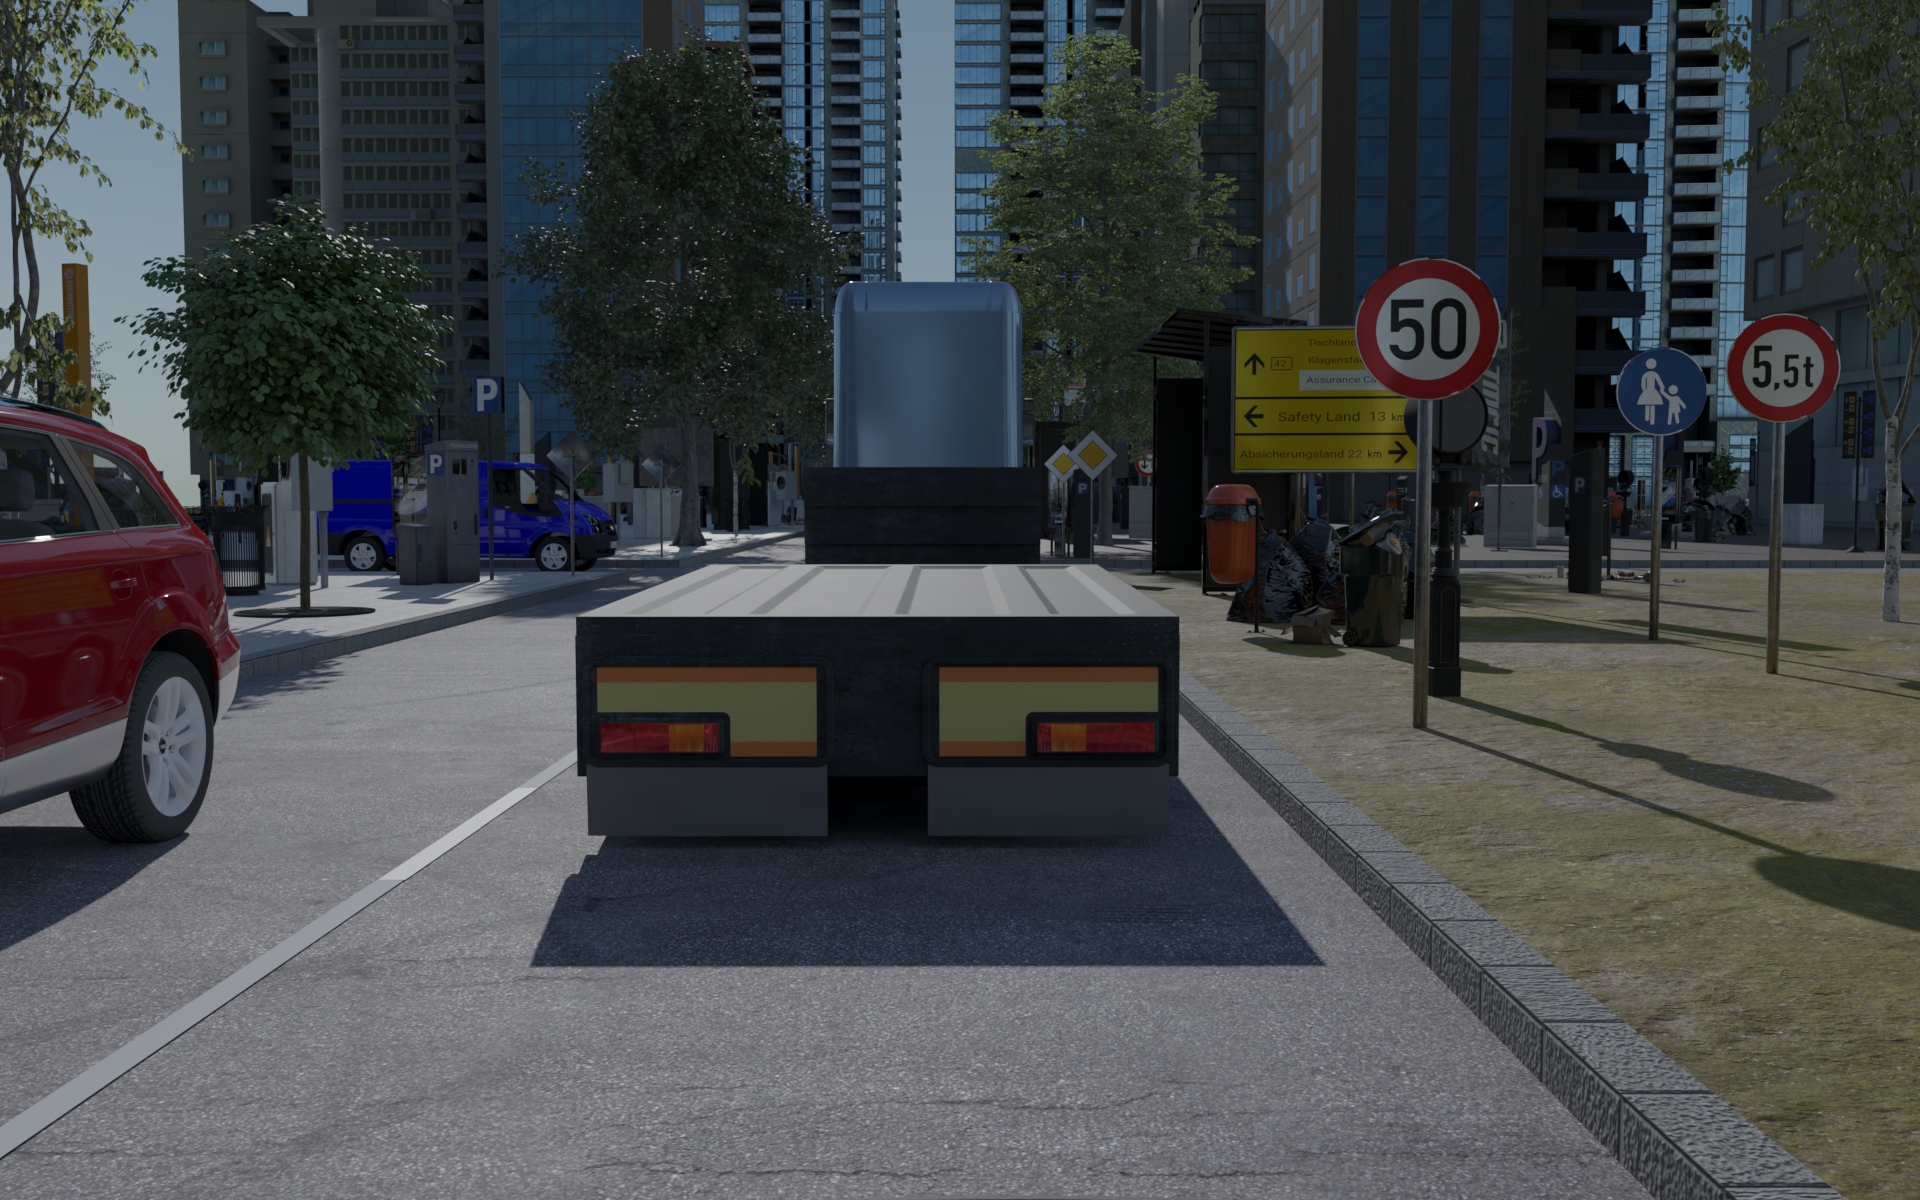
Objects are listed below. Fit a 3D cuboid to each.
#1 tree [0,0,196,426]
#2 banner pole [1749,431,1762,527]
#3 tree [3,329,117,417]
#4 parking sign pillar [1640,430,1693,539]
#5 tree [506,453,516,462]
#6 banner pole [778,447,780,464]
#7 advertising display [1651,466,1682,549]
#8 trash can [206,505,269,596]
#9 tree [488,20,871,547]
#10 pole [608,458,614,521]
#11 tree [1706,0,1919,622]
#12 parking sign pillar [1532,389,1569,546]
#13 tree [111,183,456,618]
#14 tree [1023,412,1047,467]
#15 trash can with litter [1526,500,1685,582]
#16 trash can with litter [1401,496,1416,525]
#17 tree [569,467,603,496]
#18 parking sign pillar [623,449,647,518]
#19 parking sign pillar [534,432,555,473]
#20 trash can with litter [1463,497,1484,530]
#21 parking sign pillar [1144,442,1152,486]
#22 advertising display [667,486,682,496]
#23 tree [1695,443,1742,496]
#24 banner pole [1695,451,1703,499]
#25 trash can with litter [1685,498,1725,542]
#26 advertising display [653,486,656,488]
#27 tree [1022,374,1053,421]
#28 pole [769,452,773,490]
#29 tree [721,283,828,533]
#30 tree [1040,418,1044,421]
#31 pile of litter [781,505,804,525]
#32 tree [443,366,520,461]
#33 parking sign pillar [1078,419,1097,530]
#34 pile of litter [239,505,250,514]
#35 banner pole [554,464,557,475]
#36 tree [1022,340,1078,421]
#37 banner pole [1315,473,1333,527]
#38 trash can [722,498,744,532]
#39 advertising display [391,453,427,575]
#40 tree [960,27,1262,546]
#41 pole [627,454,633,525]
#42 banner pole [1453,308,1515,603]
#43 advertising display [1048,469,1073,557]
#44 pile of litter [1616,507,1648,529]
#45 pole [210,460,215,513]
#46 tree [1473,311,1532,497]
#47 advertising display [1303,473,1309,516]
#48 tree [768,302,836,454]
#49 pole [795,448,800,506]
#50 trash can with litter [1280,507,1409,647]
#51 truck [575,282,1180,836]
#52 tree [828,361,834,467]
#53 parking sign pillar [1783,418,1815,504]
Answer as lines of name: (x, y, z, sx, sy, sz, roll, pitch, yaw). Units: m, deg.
tree: (-6.995, -3.774, 12.061, 4.360, 8.622, 3.978, 0, 3, 0)
banner pole: (31.280, -4.782, 68.208, 0.863, 3.779, 0.401, -3, 4, -36)
tree: (-36.761, -7.367, 70.812, 4.737, 8.622, 4.395, 0, 3, 0)
parking sign pillar: (20.506, -3.773, 50.165, 1.447, 3.967, 1.447, 0, 4, 3)
tree: (-20.978, -5.291, 81.117, 1.663, 3.219, 1.824, 0, 3, 0)
banner pole: (-9.591, -6.245, 92.130, 0.401, 3.779, 0.863, 0, 4, -2)
advertising display: (16.495, -2.157, 40.488, 0.123, 1.923, 0.974, -1, 4, -12)
trash can: (-9.150, -0.632, 21.981, 0.748, 1.137, 0.748, 0, 3, 0)
tree: (-6.694, -7.677, 42.527, 9.611, 12.733, 9.660, 0, 3, 0)
pole: (-13.081, -4.345, 64.883, 0.158, 3.312, 0.155, 0, 3, 0)
tree: (9.351, -4.075, 16.994, 4.737, 8.622, 4.395, 0, 3, 0)
parking sign pillar: (14.883, -3.381, 43.747, 1.447, 3.967, 1.447, 0, 4, 0)
tree: (-7.114, -2.125, 18.451, 4.285, 4.588, 4.351, 0, 3, 0)
tree: (2.921, -5.055, 66.362, 4.285, 4.588, 4.351, 0, 3, 0)
trash can with litter: (9.754, -0.909, 25.916, 1.678, 1.210, 2.233, -2, 4, -28)
trash can with litter: (12.949, -2.465, 51.361, 2.233, 1.210, 1.678, 0, 4, 7)
tree: (-19.589, -5.847, 90.196, 1.663, 3.219, 1.824, 0, 3, 0)
parking sign pillar: (-16.590, -6.149, 89.000, 1.447, 3.967, 1.447, 1, 4, 22)
parking sign pillar: (-18.243, -5.309, 75.274, 1.447, 3.967, 1.447, 2, 4, 24)
trash can with litter: (18.695, -3.128, 62.538, 1.055, 1.170, 0.624, -3, 5, -40)
parking sign pillar: (9.828, -6.123, 88.591, 1.447, 3.967, 1.447, -1, 4, -10)
advertising display: (-13.904, -4.897, 85.275, 0.974, 1.923, 0.123, 1, 4, 17)
tree: (28.766, -4.347, 65.681, 1.663, 3.219, 1.824, 0, 3, 0)
banner pole: (42.869, -6.759, 100.532, 0.401, 3.779, 0.863, 0, 4, -6)
trash can with litter: (19.916, -2.131, 46.234, 1.055, 1.170, 0.624, -2, 4, -35)
advertising display: (-17.673, -5.809, 100.190, 0.123, 1.923, 0.974, -1, 4, -16)
tree: (3.491, -9.464, 105.105, 4.737, 8.622, 4.395, 0, 3, 0)
pole: (-9.067, -5.459, 83.090, 0.158, 3.312, 0.155, 0, 3, 0)
tree: (-7.064, -6.473, 56.204, 4.737, 8.622, 4.395, 0, 3, 0)
tree: (2.804, -13.968, 145.392, 9.611, 12.733, 9.660, 0, 3, 0)
pile of litter: (-6.813, -3.524, 71.585, 1.719, 0.858, 1.176, -1, 4, -12)
tree: (-27.779, -9.174, 100.353, 4.360, 8.622, 3.978, 0, 3, 0)
parking sign pillar: (4.203, -4.509, 62.198, 1.447, 3.967, 1.447, -2, 4, -28)
pile of litter: (-28.945, -3.389, 69.369, 1.176, 0.858, 1.719, 0, 4, -1)
banner pole: (-23.380, -6.657, 98.856, 0.863, 3.779, 0.401, 0, 4, 3)
tree: (3.173, -12.796, 119.586, 12.009, 13.543, 11.850, 0, 3, 0)
banner pole: (14.114, -4.725, 67.270, 0.863, 3.779, 0.401, -2, 4, -23)
trash can: (-7.686, -2.876, 58.681, 0.748, 1.137, 0.748, 0, 3, 0)
advertising display: (-8.480, -1.355, 27.371, 0.974, 1.923, 0.123, 0, 4, 4)
tree: (3.585, -7.658, 43.337, 7.486, 12.596, 7.792, 0, 3, 0)
pole: (-13.500, -4.709, 70.830, 0.158, 3.312, 0.155, 0, 3, 0)
banner pole: (6.127, -1.865, 20.502, 0.863, 3.779, 0.401, 0, 4, -7)
advertising display: (2.065, -1.865, 35.715, 0.123, 1.923, 0.974, -1, 4, -21)
pile of litter: (25.167, -3.103, 64.692, 1.719, 0.858, 1.176, -2, 4, -35)
pole: (-45.063, -6.762, 104.401, 0.158, 3.312, 0.155, 0, 3, 0)
tree: (20.043, -7.114, 66.674, 4.737, 8.622, 4.395, 0, 3, 0)
advertising display: (10.364, -2.912, 52.825, 0.123, 1.923, 0.974, -1, 4, -15)
tree: (-6.477, -11.799, 103.291, 12.009, 13.543, 11.850, 0, 3, 0)
pole: (-7.157, -5.031, 76.095, 0.158, 3.312, 0.155, 0, 3, 0)
trash can with litter: (3.257, -0.202, 14.682, 1.055, 1.170, 0.624, 2, 4, 26)
truck: (-0.378, -1.617, 16.196, 2.967, 4.110, 18.799, 0, 4, 0)
tree: (-6.488, -7.946, 80.284, 4.737, 8.622, 4.395, 0, 3, 0)
parking sign pillar: (29.699, -4.478, 61.681, 1.447, 3.967, 1.447, -3, 5, -43)
